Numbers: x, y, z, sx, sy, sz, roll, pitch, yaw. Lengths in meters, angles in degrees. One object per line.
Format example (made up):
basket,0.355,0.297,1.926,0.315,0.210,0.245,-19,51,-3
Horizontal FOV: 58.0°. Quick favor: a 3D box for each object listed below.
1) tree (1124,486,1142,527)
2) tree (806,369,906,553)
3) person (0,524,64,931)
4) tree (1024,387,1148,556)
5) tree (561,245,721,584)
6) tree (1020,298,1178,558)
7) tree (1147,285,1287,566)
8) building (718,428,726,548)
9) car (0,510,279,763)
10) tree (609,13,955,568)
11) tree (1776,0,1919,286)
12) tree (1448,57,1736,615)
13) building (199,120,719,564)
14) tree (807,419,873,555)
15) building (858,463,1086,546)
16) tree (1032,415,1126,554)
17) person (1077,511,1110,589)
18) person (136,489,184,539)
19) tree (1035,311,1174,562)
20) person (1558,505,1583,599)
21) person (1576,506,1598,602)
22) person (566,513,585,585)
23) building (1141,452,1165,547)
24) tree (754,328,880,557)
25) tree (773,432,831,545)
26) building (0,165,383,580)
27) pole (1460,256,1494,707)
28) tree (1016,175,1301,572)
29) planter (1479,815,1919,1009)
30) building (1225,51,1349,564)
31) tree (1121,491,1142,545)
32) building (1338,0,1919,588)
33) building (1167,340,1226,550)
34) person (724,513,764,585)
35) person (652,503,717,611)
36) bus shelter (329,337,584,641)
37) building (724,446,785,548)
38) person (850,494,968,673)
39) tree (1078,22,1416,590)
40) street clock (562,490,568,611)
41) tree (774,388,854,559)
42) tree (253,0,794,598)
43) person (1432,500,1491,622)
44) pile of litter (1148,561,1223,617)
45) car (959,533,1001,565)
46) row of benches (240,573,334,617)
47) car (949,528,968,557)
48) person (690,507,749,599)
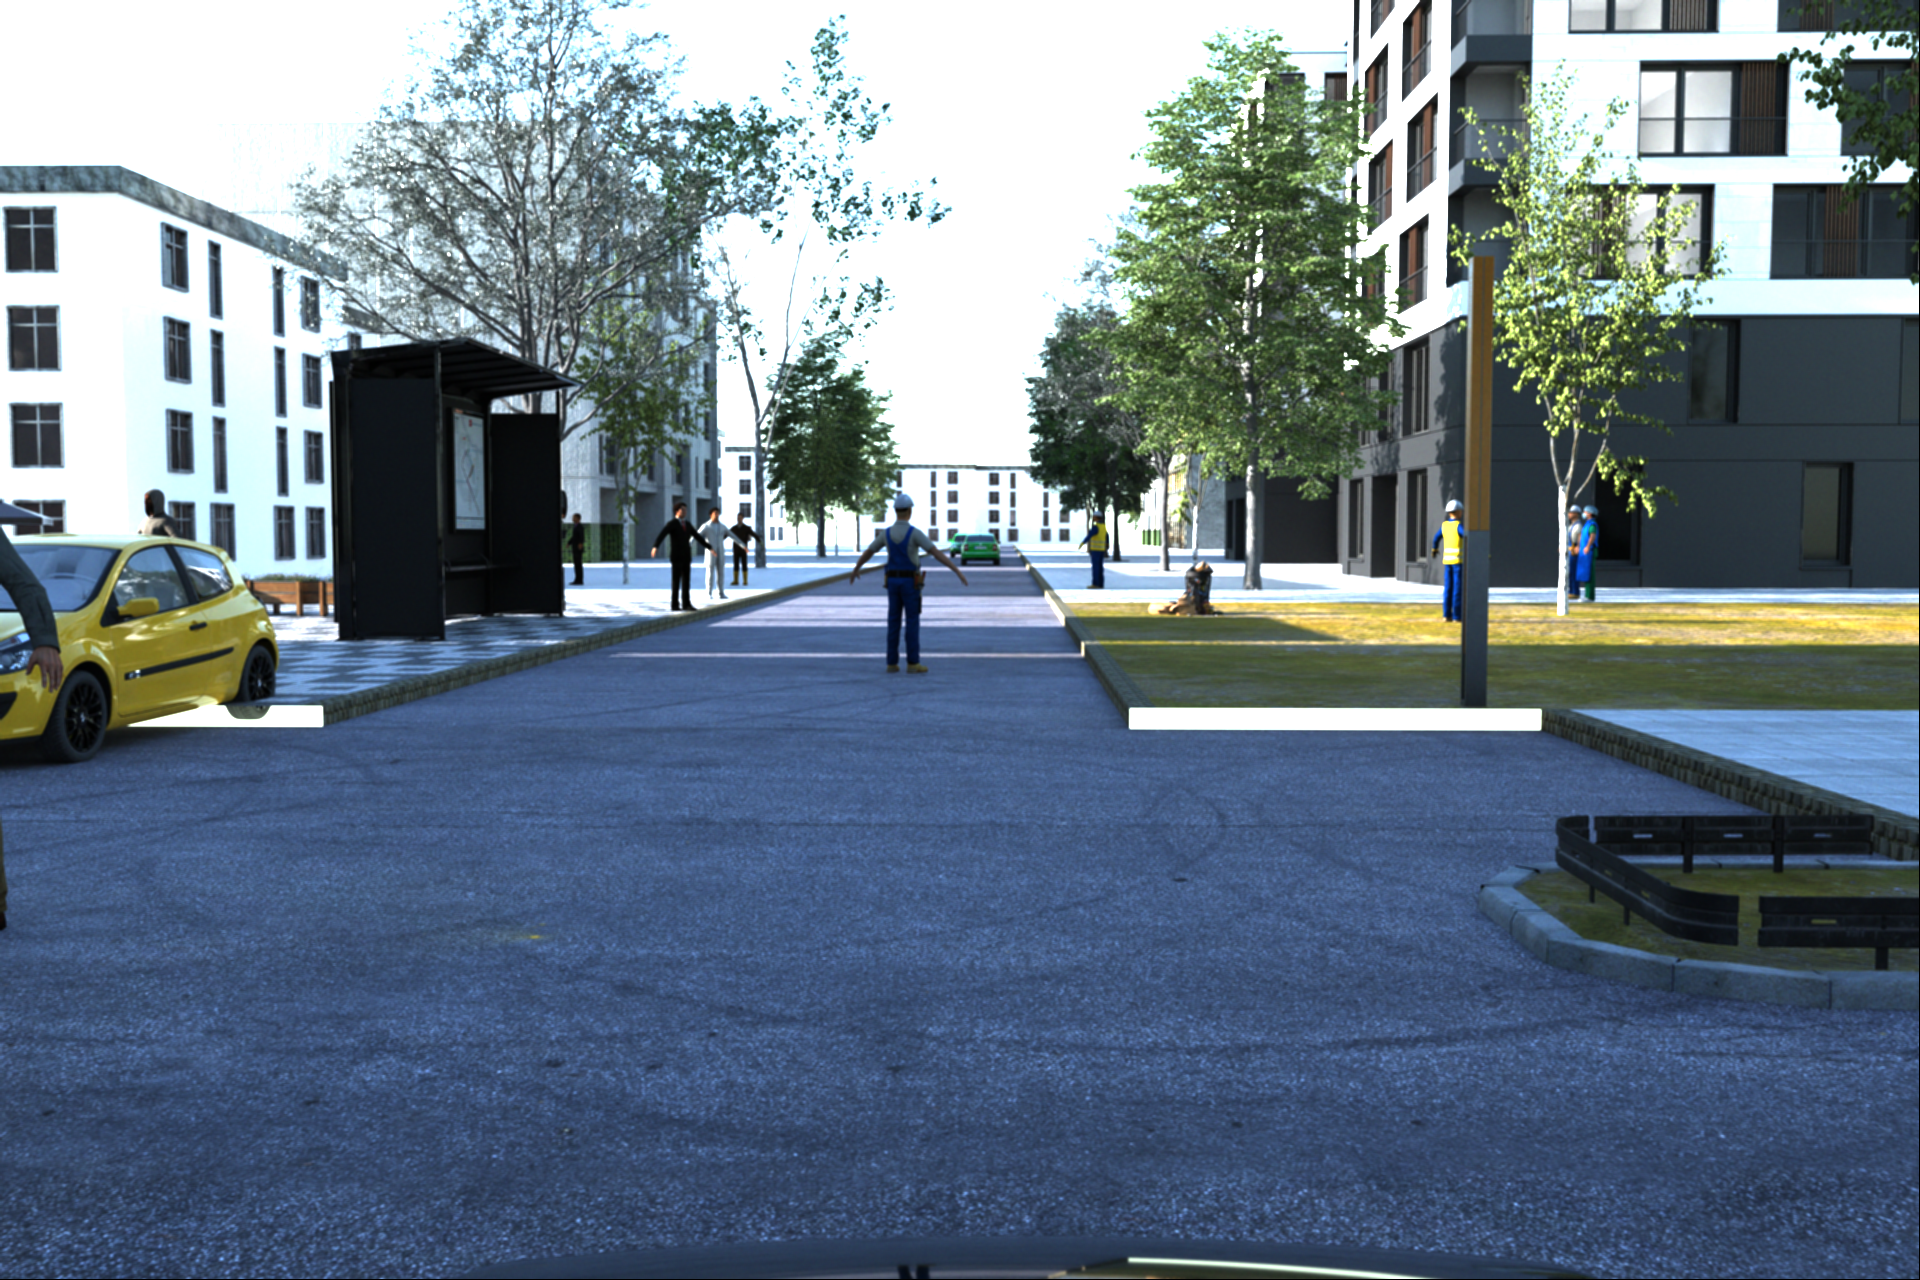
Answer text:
tree,23.141,-17.871,210.314,7.486,12.596,7.792,0,3,0
tree,-7.350,-12.331,119.739,7.486,12.596,7.792,0,3,0
person,-3.652,0.155,6.202,1.348,1.796,0.705,2,4,23
tree,7.728,-10.277,102.438,8.767,10.594,7.601,1,4,13
tree,-8.383,-5.753,44.423,4.737,8.622,4.395,0,3,0
tree,7.667,-11.379,92.701,9.857,13.997,8.962,0,3,0
tree,6.807,-6.001,48.487,4.737,8.622,4.395,0,3,0
building,-23.507,-12.143,140.682,9.099,9.664,28.070,0,4,1
car,-6.299,-0.113,12.068,2.015,1.641,3.980,0,4,2
tree,-6.862,-12.729,64.002,12.611,20.169,13.585,0,3,0
tree,9.675,-4.003,15.804,4.737,8.622,4.395,0,3,0
tree,9.596,-4.693,27.096,4.737,8.622,4.395,0,3,0
building,-23.723,-13.692,90.318,16.747,18.905,31.486,0,4,2
tree,-7.588,-9.431,104.565,4.360,8.622,3.978,0,3,0
building,1.326,-16.076,207.445,28.070,9.664,9.099,0,4,-7
tree,8.436,-11.532,114.297,9.928,11.665,9.643,0,3,0
person,3.209,-2.126,40.731,0.705,1.833,1.349,3,4,36
person,-9.568,-0.884,20.576,1.348,1.813,0.705,2,4,32
tree,7.240,-9.495,81.006,9.928,11.665,9.643,0,3,0
person,12.058,-1.727,34.095,0.705,1.847,1.347,0,4,5
person,11.838,-1.623,32.670,0.704,1.817,1.347,1,4,16
person,-9.684,-2.295,43.740,0.704,1.802,1.346,-2,4,-27
building,28.789,-19.391,183.496,16.747,18.905,31.486,0,4,2
tree,-7.910,-10.856,95.620,7.486,12.596,7.792,0,3,0
tree,-19.793,-18.606,210.861,9.857,13.997,8.962,0,3,0
building,-23.417,-6.819,53.632,9.099,9.664,28.070,0,4,1
pole,3.839,-1.163,12.855,0.158,3.312,0.155,0,3,0
tree,6.986,-9.109,59.308,12.009,13.543,11.850,0,3,0
planter,2.963,0.914,6.200,1.991,0.319,1.994,0,4,2
building,27.499,-15.025,89.639,27.936,21.610,32.646,0,4,2
tree,20.648,-15.538,204.414,4.737,8.622,4.395,0,3,0
building,26.105,-12.985,56.285,27.936,21.610,32.646,0,4,1
building,27.945,-19.519,150.066,19.493,23.208,18.063,0,4,2
person,-5.534,-2.288,43.548,1.346,1.812,0.704,1,4,12
person,-4.640,-1.390,28.913,0.705,1.806,1.347,3,5,42
bus shelter,-6.695,-1.989,23.801,1.731,3.624,6.357,0,4,1
building,-22.452,-14.467,178.678,9.099,9.664,28.070,0,4,1
person,-0.573,-0.589,17.948,1.347,1.847,0.705,2,4,24
tree,6.462,-7.433,39.650,7.486,12.596,7.792,0,3,0
street clock,-6.688,-1.481,28.783,0.358,2.002,0.471,0,4,2
tree,-7.253,-8.391,87.548,4.737,8.622,4.395,0,3,0
tree,-8.422,-7.595,34.544,12.009,13.543,11.850,0,3,0
person,7.295,-1.152,25.297,0.721,1.772,1.216,-2,4,-24
pile of litter,3.603,-0.843,27.754,1.176,0.858,1.719,0,4,1
car,0.940,-4.381,80.421,1.959,1.807,4.718,0,4,0
row of benches,-10.572,-0.730,27.405,4.104,0.672,1.422,1,4,22
car,0.314,-6.040,107.556,1.959,1.807,4.718,0,4,1
person,-4.820,-1.712,34.184,1.347,1.806,0.705,-2,4,-30
